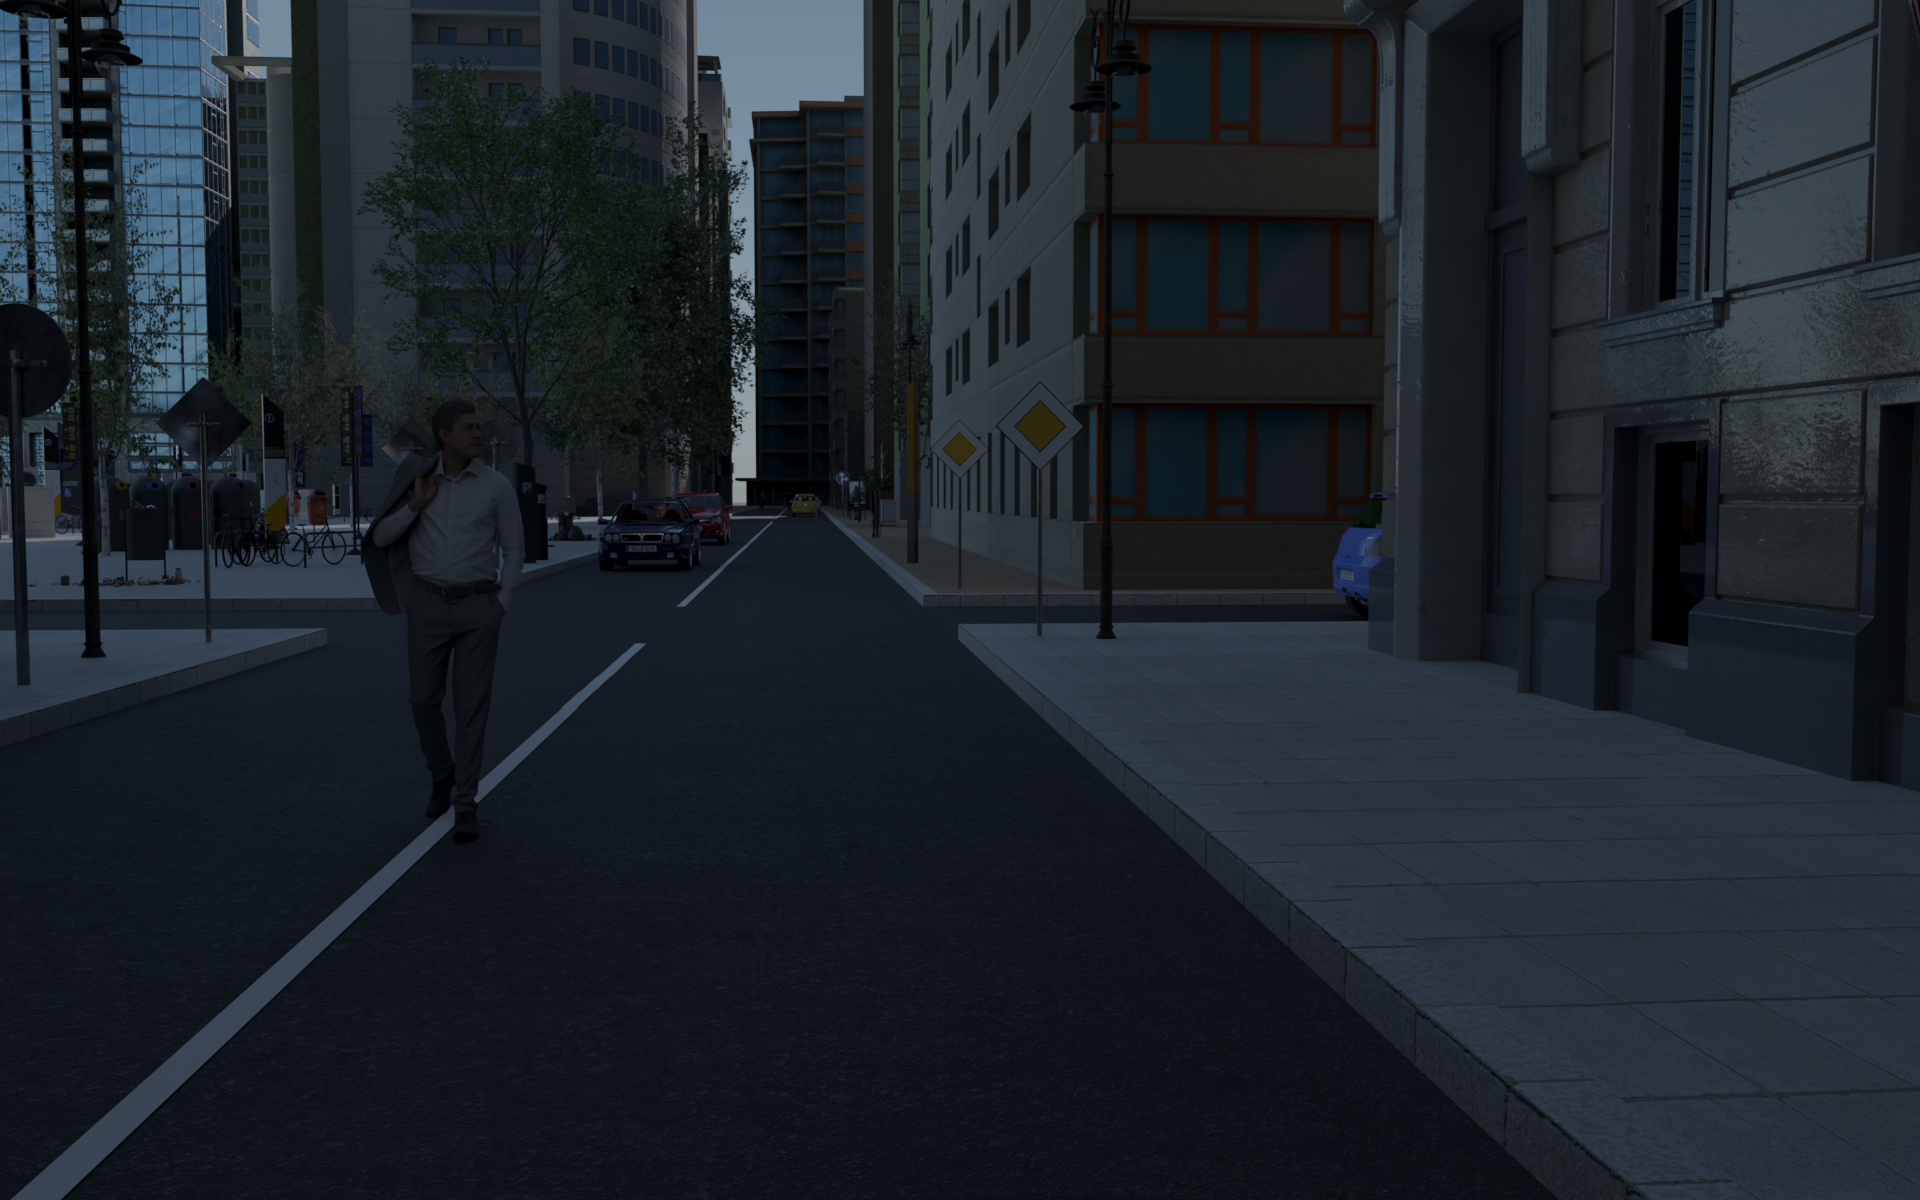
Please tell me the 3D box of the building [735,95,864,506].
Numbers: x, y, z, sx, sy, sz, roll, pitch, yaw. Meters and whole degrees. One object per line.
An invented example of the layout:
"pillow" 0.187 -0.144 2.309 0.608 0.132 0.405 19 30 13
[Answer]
"building" -10.327 -32.959 193.496 28.867 44.769 22.147 0 4 -5

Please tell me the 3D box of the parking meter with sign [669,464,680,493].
"parking meter with sign" -15.747 -6.109 96.144 0.543 3.016 1.738 0 4 -2

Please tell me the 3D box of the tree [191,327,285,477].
"tree" -32.443 -7.782 77.590 4.737 8.622 4.395 0 3 0

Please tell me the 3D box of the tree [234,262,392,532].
"tree" -21.319 -6.425 55.408 4.360 8.622 3.978 0 3 0

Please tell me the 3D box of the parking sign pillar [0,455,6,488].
"parking sign pillar" -47.394 -5.878 84.574 1.447 3.967 1.447 -1 4 -12

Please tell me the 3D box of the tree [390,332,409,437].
"tree" -23.562 -7.083 66.177 4.360 8.622 3.978 0 3 0

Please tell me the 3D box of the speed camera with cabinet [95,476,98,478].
"speed camera with cabinet" -45.065 -5.907 90.919 0.660 3.252 2.038 -1 4 -9

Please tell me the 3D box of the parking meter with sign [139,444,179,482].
"parking meter with sign" -28.333 -3.940 60.680 1.738 3.016 0.543 -1 4 -15

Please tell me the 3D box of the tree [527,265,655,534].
"tree" -11.433 -6.369 54.495 4.737 8.622 4.395 0 3 0

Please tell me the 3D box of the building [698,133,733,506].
"building" -26.781 -22.969 147.239 14.160 30.474 14.107 0 4 -5

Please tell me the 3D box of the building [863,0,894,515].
"building" 1.282 -27.869 105.774 14.600 45.320 14.200 0 4 -5

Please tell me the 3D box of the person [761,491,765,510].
"person" -17.967 -9.161 158.816 0.750 1.759 0.617 2 4 31

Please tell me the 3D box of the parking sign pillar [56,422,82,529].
"parking sign pillar" -33.206 -4.663 64.708 1.447 3.967 1.447 1 4 17

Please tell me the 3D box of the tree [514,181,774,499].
"tree" -11.676 -8.970 63.660 9.611 12.733 9.660 0 3 0

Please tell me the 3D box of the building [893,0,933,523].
"building" 3.404 -24.964 91.754 14.154 41.232 14.086 0 4 -5

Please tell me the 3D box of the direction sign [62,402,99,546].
"direction sign" -21.742 -3.111 42.865 0.876 3.537 0.379 0 4 4

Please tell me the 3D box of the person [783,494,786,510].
"person" -16.214 -9.033 159.405 0.599 1.433 0.991 0 4 -4

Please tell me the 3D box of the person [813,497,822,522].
"person" -7.204 -4.571 87.508 0.475 1.303 0.640 -3 5 -40

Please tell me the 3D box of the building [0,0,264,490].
"building" -76.521 -51.513 154.911 31.000 86.520 22.319 0 4 -5

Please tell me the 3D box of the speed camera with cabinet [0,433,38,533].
"speed camera with cabinet" -30.927 -3.767 55.929 2.038 3.252 0.660 -2 4 -31

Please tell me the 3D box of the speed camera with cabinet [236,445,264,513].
"speed camera with cabinet" -28.445 -4.642 70.240 2.038 3.252 0.660 1 4 21

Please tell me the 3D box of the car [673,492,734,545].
"car" -7.622 -2.516 50.182 2.155 1.783 4.494 0 4 -5

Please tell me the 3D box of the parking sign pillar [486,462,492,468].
"parking sign pillar" -24.721 -6.175 89.441 1.447 3.967 1.447 2 4 30

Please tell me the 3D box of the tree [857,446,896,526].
"tree" -3.042 -4.573 69.364 1.663 3.219 1.824 0 3 0

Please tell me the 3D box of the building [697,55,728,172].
"building" -28.968 -29.381 163.975 14.086 41.232 14.154 0 4 -5

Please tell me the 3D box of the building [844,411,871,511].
"building" 2.851 -49.843 127.610 22.319 86.520 31.000 0 4 -5

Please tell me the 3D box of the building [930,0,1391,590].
"building" 14.785 -11.771 37.497 28.899 21.520 27.650 0 4 -5

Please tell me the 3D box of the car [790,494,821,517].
"car" -9.909 -6.166 111.043 2.015 1.641 3.980 0 4 -5

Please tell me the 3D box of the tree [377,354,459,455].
"tree" -28.537 -8.649 91.775 4.737 8.622 4.395 0 3 0

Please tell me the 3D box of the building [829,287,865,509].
"building" 1.978 -19.280 160.261 27.650 21.520 28.899 0 4 -5

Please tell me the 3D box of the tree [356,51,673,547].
"tree" -10.572 -7.093 41.733 9.928 11.665 9.643 0 3 0

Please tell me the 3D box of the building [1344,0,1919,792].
"building" 10.452 -13.362 4.376 13.634 28.700 20.117 0 4 -5

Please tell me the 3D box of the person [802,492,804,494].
"person" -12.599 -7.872 138.680 0.415 1.643 0.593 -3 5 -41

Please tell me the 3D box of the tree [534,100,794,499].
"tree" -14.610 -14.059 85.756 12.611 20.169 13.585 0 3 0

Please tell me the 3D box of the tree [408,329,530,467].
"tree" -20.470 -7.489 72.801 4.360 8.622 3.978 0 3 0

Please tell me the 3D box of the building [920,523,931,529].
"building" 5.266 -23.620 69.788 14.154 41.232 14.086 0 4 -5

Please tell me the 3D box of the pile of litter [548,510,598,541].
"pile of litter" -10.743 -2.058 47.608 1.719 0.858 1.176 2 4 35

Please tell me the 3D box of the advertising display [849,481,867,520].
"advertising display" -5.020 -4.881 85.024 0.974 1.923 0.123 2 4 29

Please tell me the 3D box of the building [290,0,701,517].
"building" -28.017 -34.714 109.577 21.231 58.520 28.212 0 4 -5

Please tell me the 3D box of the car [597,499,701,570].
"car" -6.021 -1.297 33.778 1.945 1.354 3.894 0 4 -5

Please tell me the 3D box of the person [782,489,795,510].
"person" -15.243 -8.941 154.312 1.348 1.869 0.705 0 4 3

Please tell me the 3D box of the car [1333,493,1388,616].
"car" 6.169 -0.621 19.742 3.694 1.707 1.945 0 4 -6

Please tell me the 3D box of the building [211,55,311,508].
"building" -48.667 -28.242 153.632 23.993 40.220 32.217 0 4 -5

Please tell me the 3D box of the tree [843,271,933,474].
"tree" -1.668 -6.498 56.601 4.360 8.622 3.978 0 3 0

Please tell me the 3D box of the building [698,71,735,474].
"building" -40.343 -34.972 191.408 30.456 49.044 23.786 0 4 -5

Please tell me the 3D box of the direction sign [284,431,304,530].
"direction sign" -23.902 -4.279 61.965 0.876 3.537 0.379 -3 4 -37

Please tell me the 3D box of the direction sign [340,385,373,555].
"direction sign" -12.754 -2.717 36.414 0.876 3.537 0.379 3 5 44

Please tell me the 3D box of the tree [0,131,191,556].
"tree" -17.656 -5.201 35.398 4.360 8.622 3.978 0 3 0

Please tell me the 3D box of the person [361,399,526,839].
"person" -2.211 0.071 7.434 0.679 1.850 0.850 -1 4 -13
